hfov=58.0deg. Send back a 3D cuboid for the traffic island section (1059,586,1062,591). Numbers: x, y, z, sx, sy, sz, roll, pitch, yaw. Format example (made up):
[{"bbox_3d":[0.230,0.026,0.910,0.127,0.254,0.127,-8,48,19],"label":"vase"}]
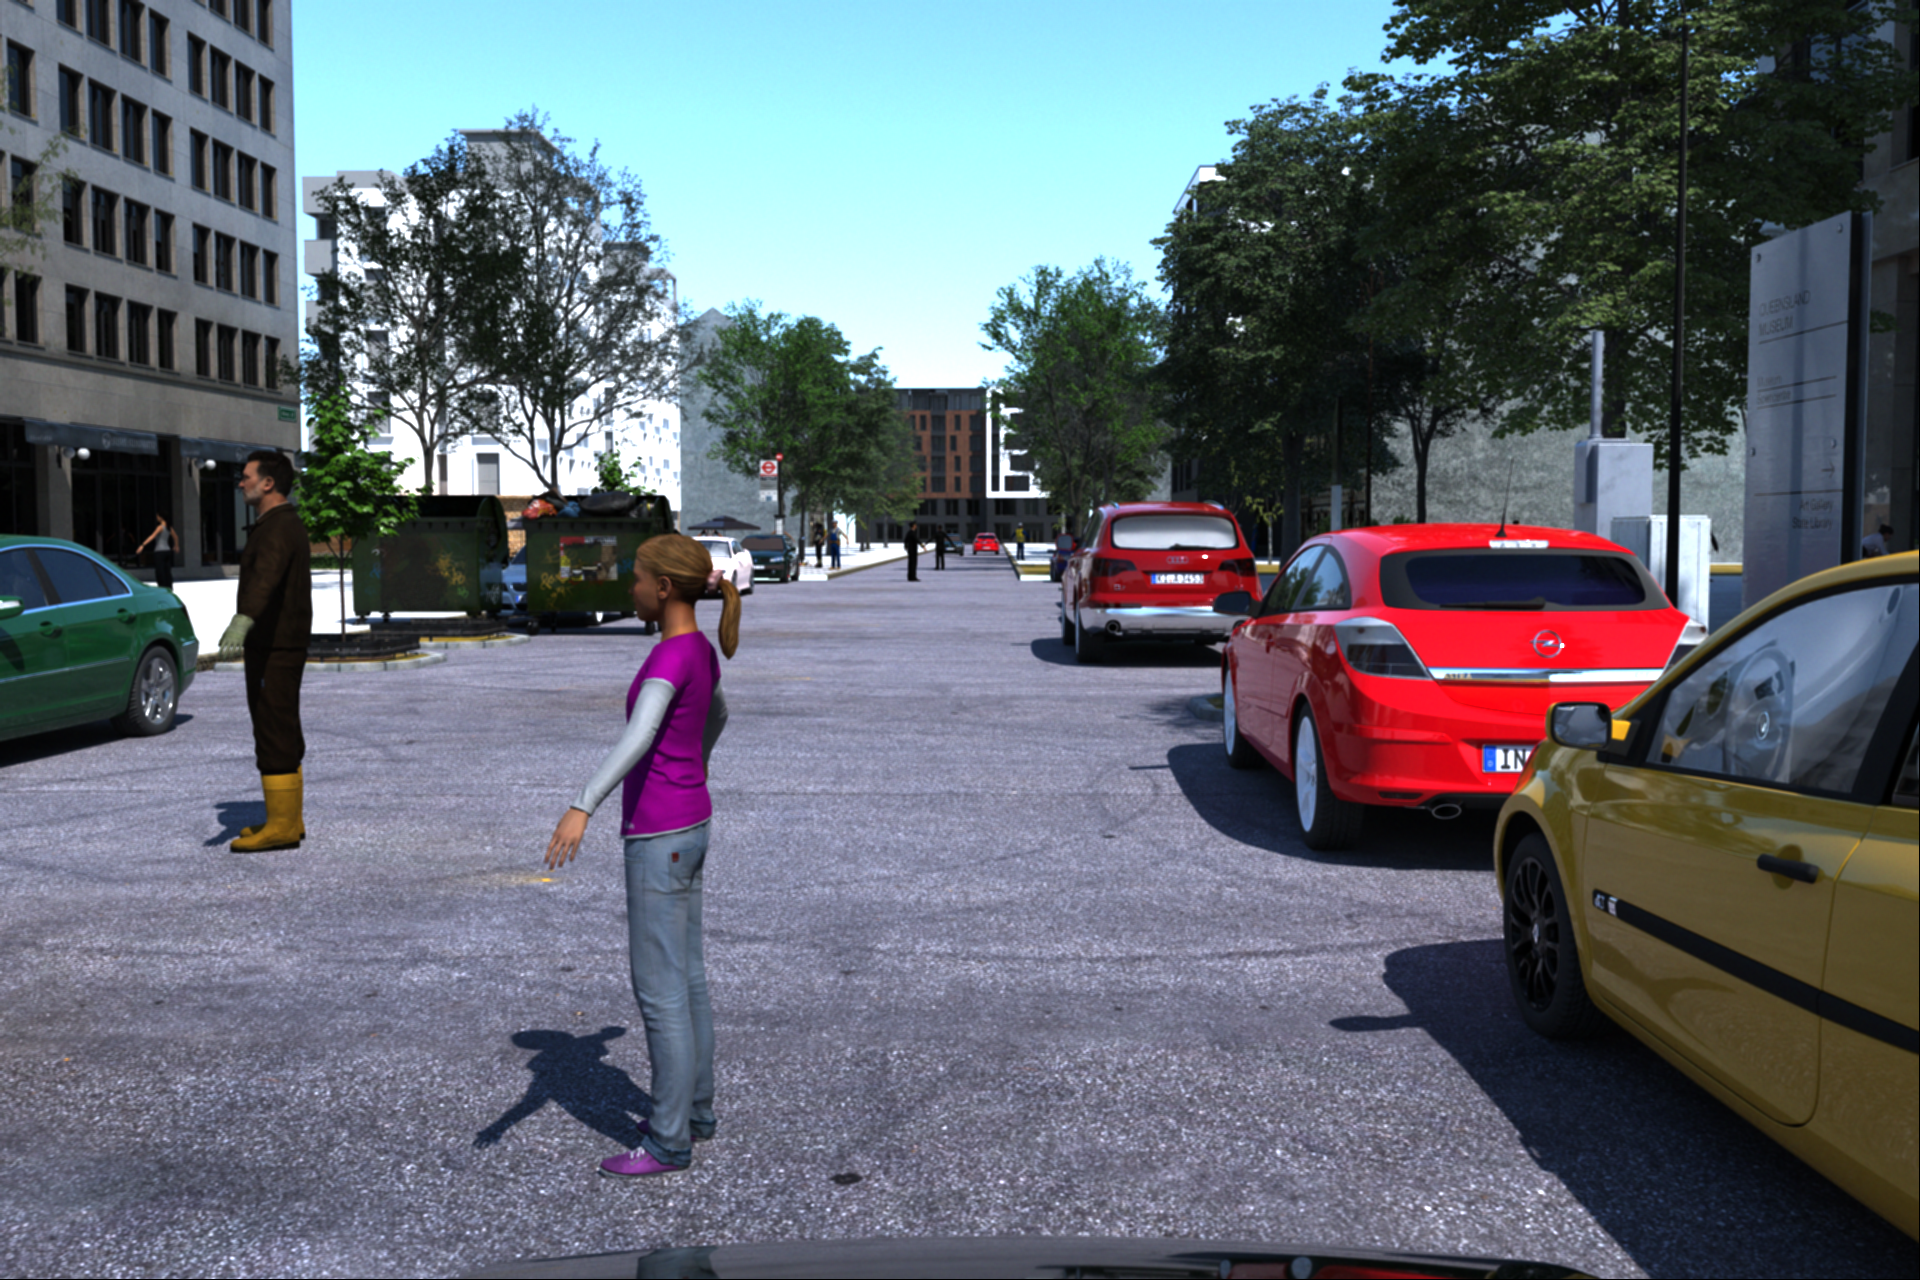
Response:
[{"bbox_3d":[3.523,-1.303,44.177,1.991,0.108,1.994,0,4,1],"label":"traffic island section"}]

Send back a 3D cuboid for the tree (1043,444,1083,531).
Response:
[{"bbox_3d":[8.532,-11.186,133.245,4.737,8.622,4.395,0,3,0],"label":"tree"}]

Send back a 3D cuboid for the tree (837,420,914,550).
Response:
[{"bbox_3d":[-7.252,-13.043,139.011,9.928,11.665,9.643,0,3,0],"label":"tree"}]

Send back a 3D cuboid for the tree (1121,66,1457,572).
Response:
[{"bbox_3d":[9.218,-8.674,48.467,9.857,13.997,8.962,0,3,0],"label":"tree"}]

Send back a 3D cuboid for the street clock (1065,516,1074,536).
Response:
[{"bbox_3d":[4.420,-4.009,70.117,0.358,2.002,0.471,0,4,1],"label":"street clock"}]

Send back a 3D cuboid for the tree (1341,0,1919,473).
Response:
[{"bbox_3d":[8.798,-6.419,23.084,7.486,12.596,7.792,0,3,0],"label":"tree"}]

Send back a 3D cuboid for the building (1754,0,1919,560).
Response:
[{"bbox_3d":[28.498,-15.562,20.664,22.709,31.103,35.509,0,4,1],"label":"building"}]

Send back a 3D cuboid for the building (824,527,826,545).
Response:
[{"bbox_3d":[-20.391,-16.190,206.861,9.099,9.664,28.070,0,4,2],"label":"building"}]

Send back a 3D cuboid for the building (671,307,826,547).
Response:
[{"bbox_3d":[-23.821,-21.158,176.855,19.493,23.208,18.063,0,4,0],"label":"building"}]

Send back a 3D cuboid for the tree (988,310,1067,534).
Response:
[{"bbox_3d":[8.292,-17.714,145.508,12.611,20.169,13.585,0,3,0],"label":"tree"}]

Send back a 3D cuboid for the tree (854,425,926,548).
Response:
[{"bbox_3d":[-7.111,-14.602,156.874,7.486,12.596,7.792,0,3,0],"label":"tree"}]

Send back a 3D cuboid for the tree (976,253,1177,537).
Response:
[{"bbox_3d":[4.369,-8.546,65.488,9.928,11.665,9.643,0,3,0],"label":"tree"}]

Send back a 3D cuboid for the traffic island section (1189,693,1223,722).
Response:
[{"bbox_3d":[2.863,0.554,13.813,1.991,0.108,1.994,0,4,2],"label":"traffic island section"}]

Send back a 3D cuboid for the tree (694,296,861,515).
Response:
[{"bbox_3d":[-7.986,-9.217,76.460,9.928,11.665,9.643,0,3,0],"label":"tree"}]

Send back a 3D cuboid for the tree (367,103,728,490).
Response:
[{"bbox_3d":[-12.012,-8.570,50.495,12.009,13.543,11.850,0,3,0],"label":"tree"}]

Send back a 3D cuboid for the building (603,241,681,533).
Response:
[{"bbox_3d":[-25.669,-15.702,113.148,16.016,20.090,11.380,0,4,2],"label":"building"}]

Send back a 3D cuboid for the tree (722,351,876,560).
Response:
[{"bbox_3d":[-7.894,-9.199,84.824,8.767,10.594,7.601,1,4,11],"label":"tree"}]

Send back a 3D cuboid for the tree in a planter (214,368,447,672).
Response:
[{"bbox_3d":[-6.751,-1.324,18.862,1.991,3.239,1.994,0,4,1],"label":"tree in a planter"}]

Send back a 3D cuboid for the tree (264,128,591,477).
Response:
[{"bbox_3d":[-11.821,-6.405,39.128,7.601,10.594,8.767,-3,5,-41],"label":"tree"}]

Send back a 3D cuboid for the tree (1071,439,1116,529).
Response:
[{"bbox_3d":[7.516,-9.540,106.334,4.737,8.622,4.395,0,3,0],"label":"tree"}]

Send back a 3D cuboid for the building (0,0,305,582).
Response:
[{"bbox_3d":[-31.621,-14.582,40.583,24.374,26.755,37.873,0,4,2],"label":"building"}]

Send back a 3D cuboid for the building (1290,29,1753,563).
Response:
[{"bbox_3d":[27.347,-15.502,84.383,19.493,23.208,18.063,0,4,1],"label":"building"}]

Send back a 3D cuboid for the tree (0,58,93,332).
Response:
[{"bbox_3d":[-12.871,-4.224,19.417,4.360,8.622,3.978,0,3,0],"label":"tree"}]

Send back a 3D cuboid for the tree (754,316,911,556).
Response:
[{"bbox_3d":[-7.542,-11.881,100.913,9.857,13.997,8.962,0,3,0],"label":"tree"}]

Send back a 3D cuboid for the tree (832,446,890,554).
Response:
[{"bbox_3d":[-6.922,-9.752,109.814,4.737,8.622,4.395,0,3,0],"label":"tree"}]

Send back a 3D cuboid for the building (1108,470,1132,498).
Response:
[{"bbox_3d":[26.791,-22.556,199.726,19.493,23.208,18.063,0,4,2],"label":"building"}]

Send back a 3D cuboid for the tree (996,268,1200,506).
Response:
[{"bbox_3d":[6.775,-10.446,81.164,12.009,13.543,11.850,0,3,0],"label":"tree"}]

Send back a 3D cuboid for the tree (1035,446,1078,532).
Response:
[{"bbox_3d":[7.739,-10.780,126.618,4.737,8.622,4.395,0,3,0],"label":"tree"}]

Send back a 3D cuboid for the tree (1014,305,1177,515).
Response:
[{"bbox_3d":[7.433,-11.391,92.894,9.857,13.997,8.962,0,3,0],"label":"tree"}]

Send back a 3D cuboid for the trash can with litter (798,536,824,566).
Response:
[{"bbox_3d":[-6.271,-3.624,70.303,1.678,1.210,2.233,0,4,3],"label":"trash can with litter"}]

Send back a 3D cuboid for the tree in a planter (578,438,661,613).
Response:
[{"bbox_3d":[-6.469,-2.155,32.451,1.991,3.239,1.994,0,4,1],"label":"tree in a planter"}]

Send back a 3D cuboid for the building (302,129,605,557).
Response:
[{"bbox_3d":[-24.827,-13.818,82.349,16.016,20.090,11.380,0,4,2],"label":"building"}]

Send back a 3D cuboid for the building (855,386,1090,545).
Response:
[{"bbox_3d":[2.171,-24.724,250.664,32.646,21.610,27.936,0,4,3],"label":"building"}]

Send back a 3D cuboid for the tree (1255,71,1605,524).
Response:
[{"bbox_3d":[9.401,-6.213,36.001,7.601,10.594,8.767,-2,4,-33],"label":"tree"}]

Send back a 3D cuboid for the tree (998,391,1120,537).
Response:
[{"bbox_3d":[7.688,-12.537,115.351,12.009,13.543,11.850,0,3,0],"label":"tree"}]

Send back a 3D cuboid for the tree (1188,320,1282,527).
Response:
[{"bbox_3d":[9.255,-6.612,58.475,4.737,8.622,4.395,0,3,0],"label":"tree"}]

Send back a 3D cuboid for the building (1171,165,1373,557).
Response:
[{"bbox_3d":[27.438,-16.417,112.400,27.936,21.610,32.646,0,4,1],"label":"building"}]

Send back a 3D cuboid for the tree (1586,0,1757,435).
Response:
[{"bbox_3d":[26.649,-12.417,58.901,12.611,20.169,13.585,0,3,0],"label":"tree"}]

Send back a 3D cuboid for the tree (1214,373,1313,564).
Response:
[{"bbox_3d":[12.923,-7.476,72.598,4.737,8.622,4.395,0,3,0],"label":"tree"}]

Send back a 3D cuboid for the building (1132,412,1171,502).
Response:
[{"bbox_3d":[27.985,-21.410,180.978,19.493,23.208,18.063,0,4,2],"label":"building"}]

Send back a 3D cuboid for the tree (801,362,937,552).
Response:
[{"bbox_3d":[-6.835,-13.017,123.202,12.009,13.543,11.850,0,3,0],"label":"tree"}]
